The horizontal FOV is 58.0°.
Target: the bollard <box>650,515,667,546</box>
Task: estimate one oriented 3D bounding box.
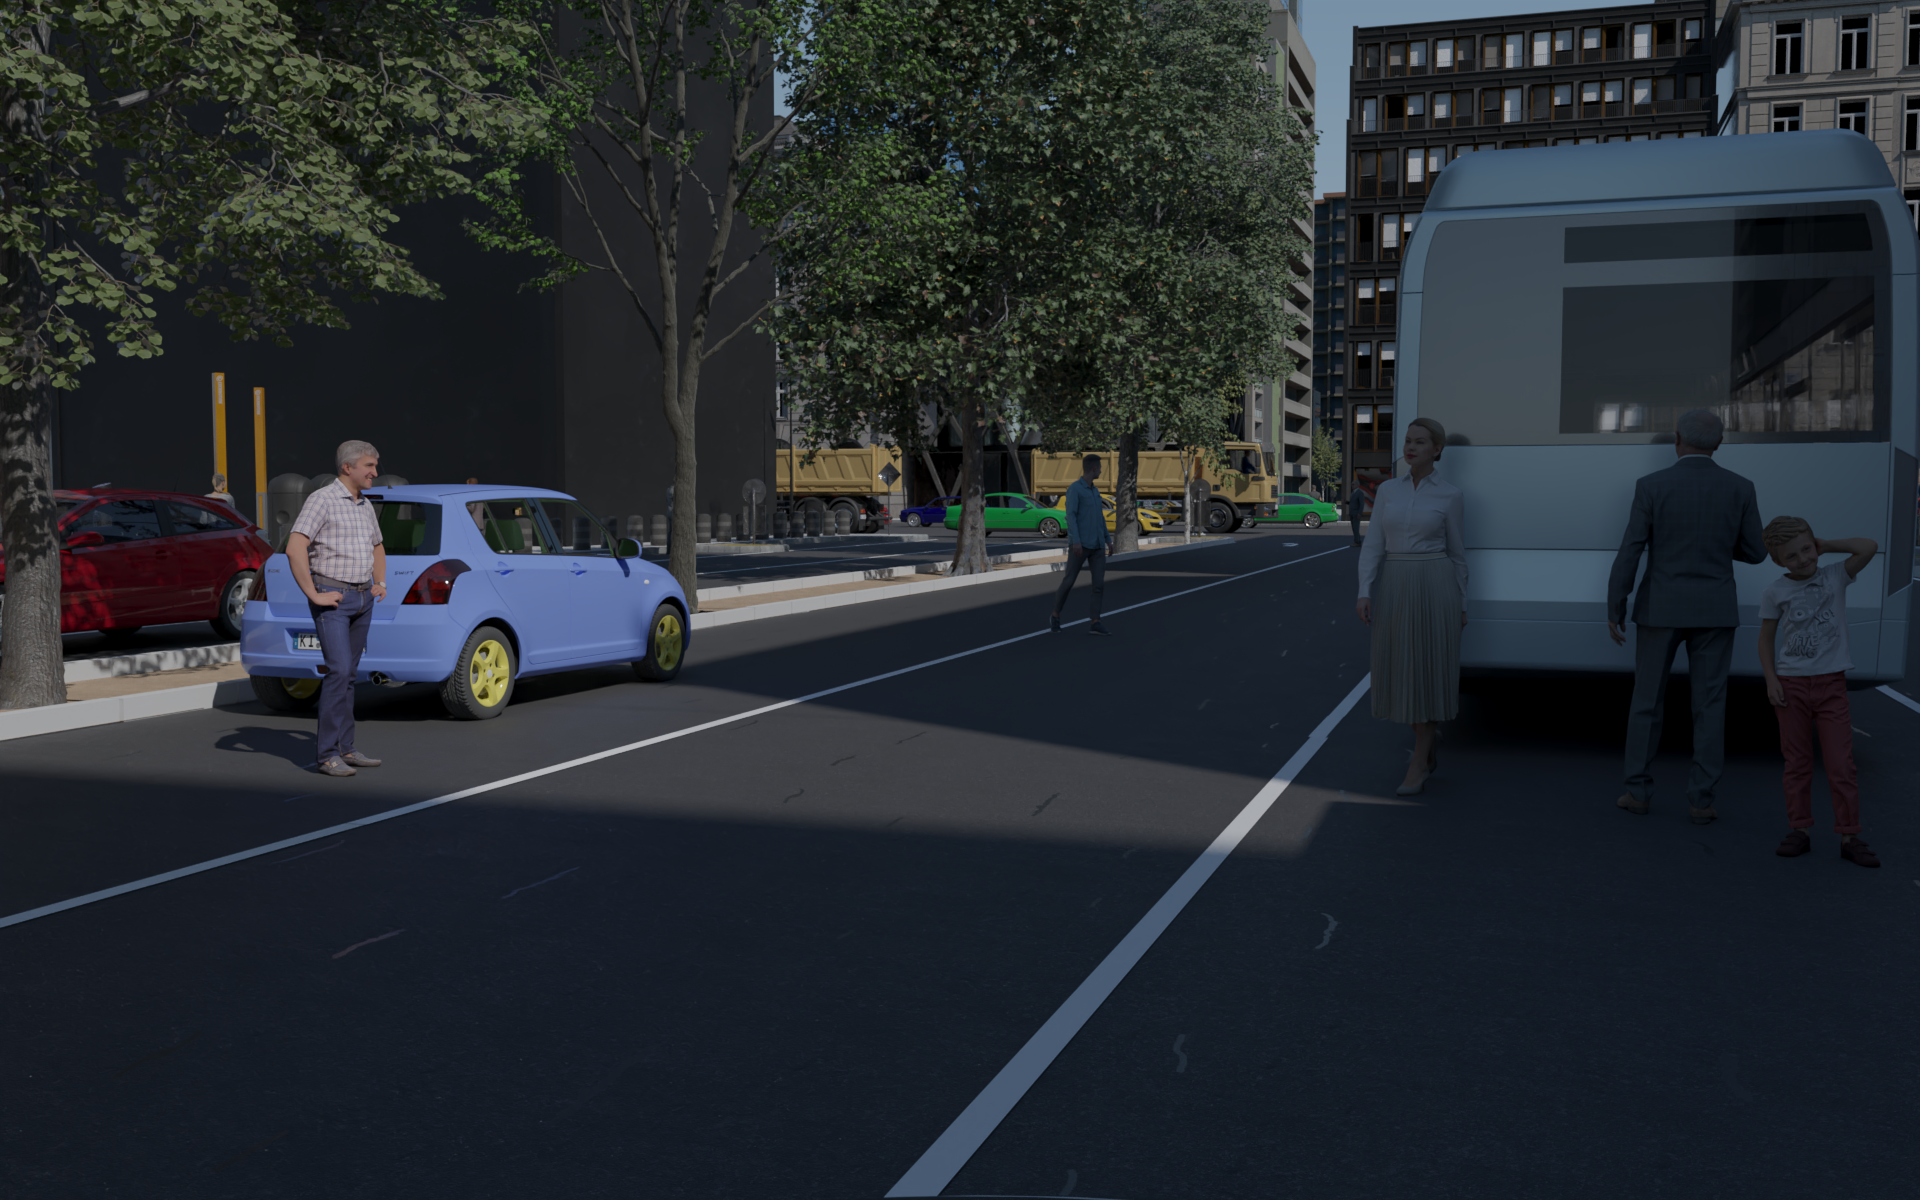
[{"bbox_3d":[-7.472,-1.724,42.898,0.404,0.777,0.398,0,3,0],"label":"bollard"}]

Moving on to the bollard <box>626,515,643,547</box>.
[{"bbox_3d":[-7.845,-1.654,41.756,0.404,0.777,0.398,0,3,0],"label":"bollard"}]

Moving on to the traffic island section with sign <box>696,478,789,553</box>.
[{"bbox_3d":[-5.372,-2.123,43.332,1.989,1.847,2.006,1,4,18],"label":"traffic island section with sign"}]

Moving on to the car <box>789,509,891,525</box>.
[{"bbox_3d":[-4.996,-3.772,70.712,4.494,1.783,2.155,1,4,17],"label":"car"}]

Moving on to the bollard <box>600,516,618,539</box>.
[{"bbox_3d":[-8.228,-1.584,40.615,0.404,0.777,0.398,0,3,0],"label":"bollard"}]

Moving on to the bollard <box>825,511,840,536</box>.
[{"bbox_3d":[-4.032,-2.355,53.221,0.404,0.777,0.398,0,3,0],"label":"bollard"}]

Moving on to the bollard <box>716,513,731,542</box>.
[{"bbox_3d":[-6.322,-1.935,46.351,0.404,0.777,0.398,0,3,0],"label":"bollard"}]

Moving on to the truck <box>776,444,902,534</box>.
[{"bbox_3d":[-7.059,-4.030,61.809,9.791,3.379,3.469,1,4,18],"label":"truck"}]

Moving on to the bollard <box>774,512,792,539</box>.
[{"bbox_3d":[-5.176,-2.145,49.792,0.404,0.777,0.398,0,3,0],"label":"bollard"}]

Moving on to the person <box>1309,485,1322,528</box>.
[{"bbox_3d":[15.063,-3.974,73.611,0.598,1.807,0.434,1,4,9],"label":"person"}]

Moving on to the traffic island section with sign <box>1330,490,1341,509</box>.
[{"bbox_3d":[36.463,-9.809,169.011,1.989,1.847,2.006,1,4,18],"label":"traffic island section with sign"}]

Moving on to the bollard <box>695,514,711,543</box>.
[{"bbox_3d":[-6.704,-1.865,45.203,0.404,0.777,0.398,0,3,0],"label":"bollard"}]

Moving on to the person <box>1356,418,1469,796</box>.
[{"bbox_3d":[2.241,0.017,8.447,0.478,1.798,0.641,3,5,39],"label":"person"}]

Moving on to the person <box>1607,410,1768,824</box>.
[{"bbox_3d":[3.228,0.057,7.744,0.661,1.801,0.590,1,4,11],"label":"person"}]

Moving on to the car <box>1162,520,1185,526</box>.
[{"bbox_3d":[10.760,-4.247,79.219,4.222,1.686,2.009,1,4,17],"label":"car"}]

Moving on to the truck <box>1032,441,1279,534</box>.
[{"bbox_3d":[7.673,-4.181,64.290,9.791,3.379,3.469,1,4,19],"label":"truck"}]

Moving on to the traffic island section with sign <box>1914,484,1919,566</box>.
[{"bbox_3d":[19.551,-1.626,35.212,1.989,1.847,2.006,1,4,18],"label":"traffic island section with sign"}]

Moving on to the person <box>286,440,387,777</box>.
[{"bbox_3d":[-3.170,0.024,9.044,0.436,1.711,0.756,2,4,24],"label":"person"}]

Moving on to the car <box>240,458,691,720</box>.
[{"bbox_3d":[-3.356,-0.175,12.448,1.945,1.707,3.694,1,4,18],"label":"car"}]

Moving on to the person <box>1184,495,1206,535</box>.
[{"bbox_3d":[8.224,-3.116,60.177,0.841,1.734,0.376,3,5,40],"label":"person"}]

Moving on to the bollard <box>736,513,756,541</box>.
[{"bbox_3d":[-5.941,-2.005,47.491,0.404,0.777,0.398,0,3,0],"label":"bollard"}]

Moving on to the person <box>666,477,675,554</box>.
[{"bbox_3d":[-6.725,-1.999,40.995,0.447,1.846,0.655,-2,4,-30],"label":"person"}]

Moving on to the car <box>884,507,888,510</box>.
[{"bbox_3d":[-5.642,-4.616,84.510,4.494,1.783,2.155,1,4,16],"label":"car"}]

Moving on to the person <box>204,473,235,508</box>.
[{"bbox_3d":[-10.652,-0.964,25.017,0.760,1.731,0.466,2,4,30],"label":"person"}]

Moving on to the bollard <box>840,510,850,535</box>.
[{"bbox_3d":[-3.656,-2.425,54.362,0.404,0.777,0.398,0,3,0],"label":"bollard"}]

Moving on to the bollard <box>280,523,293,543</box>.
[{"bbox_3d":[-11.674,-0.951,30.270,0.404,0.777,0.398,0,3,0],"label":"bollard"}]

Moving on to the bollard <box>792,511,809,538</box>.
[{"bbox_3d":[-4.795,-2.215,50.932,0.404,0.777,0.398,0,3,0],"label":"bollard"}]

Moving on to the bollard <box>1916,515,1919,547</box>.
[{"bbox_3d":[23.950,-1.766,43.595,0.404,0.777,0.398,0,3,0],"label":"bollard"}]

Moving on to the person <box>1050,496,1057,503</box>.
[{"bbox_3d":[4.089,-3.927,72.981,0.573,1.790,0.520,2,4,27],"label":"person"}]

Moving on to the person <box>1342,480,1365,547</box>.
[{"bbox_3d":[10.695,-2.351,47.118,0.590,1.801,0.661,-1,4,-18],"label":"person"}]

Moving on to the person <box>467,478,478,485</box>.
[{"bbox_3d":[-8.788,-1.335,31.150,0.431,1.722,0.655,1,4,17],"label":"person"}]

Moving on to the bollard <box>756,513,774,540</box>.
[{"bbox_3d":[-5.559,-2.075,48.647,0.404,0.777,0.398,0,3,0],"label":"bollard"}]

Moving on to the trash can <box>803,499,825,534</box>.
[{"bbox_3d":[-4.670,-2.676,55.405,0.748,1.137,0.748,0,3,0],"label":"trash can"}]

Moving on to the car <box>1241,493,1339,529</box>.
[{"bbox_3d":[13.450,-3.896,72.492,4.718,1.807,1.959,1,4,17],"label":"car"}]

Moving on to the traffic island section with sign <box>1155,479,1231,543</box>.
[{"bbox_3d":[6.956,-2.624,51.043,2.006,1.907,1.989,1,4,18],"label":"traffic island section with sign"}]

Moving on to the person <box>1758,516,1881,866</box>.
[{"bbox_3d":[3.381,0.342,6.814,0.435,1.345,0.340,1,4,20],"label":"person"}]

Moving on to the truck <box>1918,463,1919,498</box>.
[{"bbox_3d":[36.412,-4.280,58.897,11.283,4.237,2.839,1,4,18],"label":"truck"}]

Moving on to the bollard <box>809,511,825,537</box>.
[{"bbox_3d":[-4.413,-2.285,52.081,0.404,0.777,0.398,0,3,0],"label":"bollard"}]

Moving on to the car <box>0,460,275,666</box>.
[{"bbox_3d":[-8.344,-0.425,15.992,2.155,1.783,4.494,1,4,20],"label":"car"}]

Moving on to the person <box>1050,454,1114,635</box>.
[{"bbox_3d":[1.269,-0.575,17.771,0.638,1.841,0.748,-3,4,-35],"label":"person"}]

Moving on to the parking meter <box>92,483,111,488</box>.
[{"bbox_3d":[-18.755,-1.803,37.887,0.372,1.533,0.369,0,3,0],"label":"parking meter"}]

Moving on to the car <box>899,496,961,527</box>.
[{"bbox_3d":[-0.611,-3.812,74.902,3.894,1.354,1.945,1,4,19],"label":"car"}]

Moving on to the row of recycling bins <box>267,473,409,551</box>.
[{"bbox_3d":[-12.707,-1.752,35.764,1.069,1.692,3.534,2,4,26],"label":"row of recycling bins"}]

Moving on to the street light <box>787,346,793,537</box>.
[{"bbox_3d":[-4.514,-4.819,51.326,1.470,5.913,1.316,1,4,18],"label":"street light"}]
